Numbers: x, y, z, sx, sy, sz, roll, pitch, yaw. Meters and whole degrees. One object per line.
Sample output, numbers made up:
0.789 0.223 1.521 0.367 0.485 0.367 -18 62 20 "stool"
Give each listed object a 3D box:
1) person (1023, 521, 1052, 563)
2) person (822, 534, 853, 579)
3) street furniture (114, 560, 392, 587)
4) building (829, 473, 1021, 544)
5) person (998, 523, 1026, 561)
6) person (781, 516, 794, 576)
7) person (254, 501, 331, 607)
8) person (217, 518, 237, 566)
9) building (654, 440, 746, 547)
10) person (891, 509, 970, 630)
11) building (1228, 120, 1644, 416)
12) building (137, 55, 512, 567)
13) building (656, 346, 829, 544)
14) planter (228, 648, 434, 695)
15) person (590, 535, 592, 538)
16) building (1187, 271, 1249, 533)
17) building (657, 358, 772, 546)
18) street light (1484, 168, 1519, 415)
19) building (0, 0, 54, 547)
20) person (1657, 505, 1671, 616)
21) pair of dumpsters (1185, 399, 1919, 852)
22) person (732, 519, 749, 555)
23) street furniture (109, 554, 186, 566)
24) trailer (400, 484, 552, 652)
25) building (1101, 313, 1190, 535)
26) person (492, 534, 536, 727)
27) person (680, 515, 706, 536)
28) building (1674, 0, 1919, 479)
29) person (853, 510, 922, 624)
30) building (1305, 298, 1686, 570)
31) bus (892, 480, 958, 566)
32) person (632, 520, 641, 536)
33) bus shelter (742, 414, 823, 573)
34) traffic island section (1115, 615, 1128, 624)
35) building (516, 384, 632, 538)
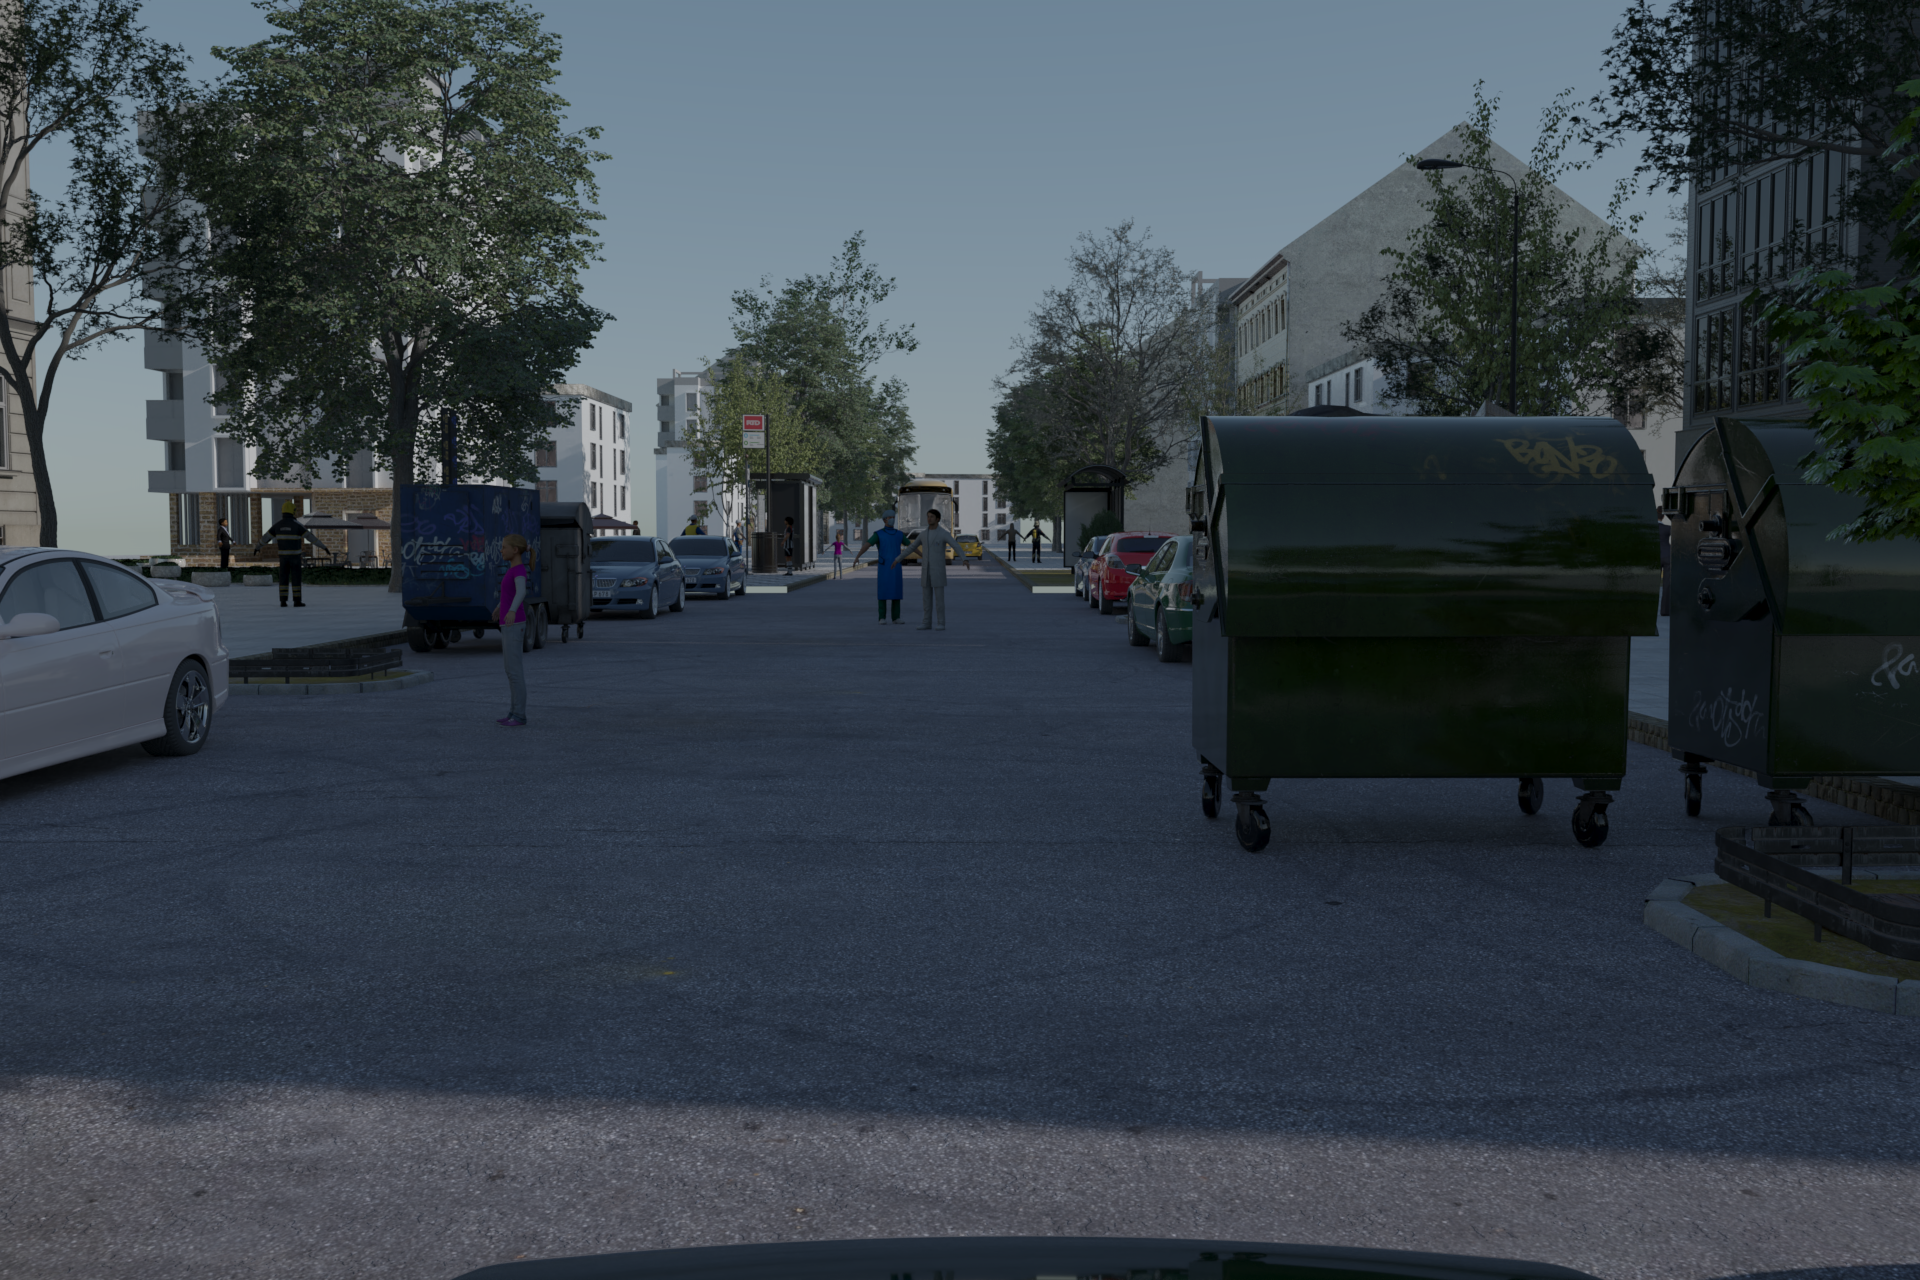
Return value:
3.392 -4.339 76.723 1.354 1.856 0.705 2 4 24 "person"
-3.876 -2.635 54.804 0.991 1.433 0.599 -1 4 -15 "person"
-17.066 -1.773 44.615 10.072 0.657 5.734 -1 4 -14 "street furniture"
-5.476 -17.907 237.383 28.070 9.664 9.099 -1 4 -9 "building"
2.438 -4.598 81.313 1.348 1.813 0.705 0 4 2 "person"
-5.300 -2.885 53.310 0.704 1.843 1.345 0 4 3 "person"
-11.781 -1.511 30.476 1.351 1.858 0.704 0 3 0 "person"
-20.991 -2.623 49.604 0.721 1.740 1.216 0 4 -3 "person"
-25.348 -13.893 169.293 9.099 9.664 28.070 0 4 1 "building"
-0.411 -1.056 25.902 1.347 1.806 0.705 2 4 29 "person"
26.822 -16.559 101.672 19.493 23.208 18.063 0 4 0 "building"
-26.490 -13.059 69.929 16.016 20.090 11.380 0 3 0 "building"
-25.961 -23.314 212.109 19.493 23.208 18.063 0 4 -1 "building"
-6.134 0.289 16.420 1.991 0.319 1.994 0 4 1 "planter"
-17.870 -4.613 81.563 1.346 1.812 0.704 -2 4 -29 "person"
21.797 -16.456 125.483 16.016 20.090 11.380 0 4 0 "building"
-26.531 -20.252 187.531 16.016 20.090 11.380 0 3 0 "building"
7.431 -2.999 21.583 1.470 5.913 1.316 0 4 0 "street light"
-31.813 -12.183 31.212 16.112 23.069 30.059 0 4 1 "building"
11.086 -1.239 27.105 0.742 1.727 0.445 0 4 6 "person"
3.314 -0.205 8.295 4.436 2.255 1.574 0 4 -1 "pair of dumpsters"
-8.400 -3.669 65.849 0.705 1.847 1.347 -2 4 -32 "person"
-28.508 -2.471 56.029 5.734 0.657 10.072 -2 4 -35 "street furniture"
-5.911 -0.825 20.541 1.471 1.999 3.904 0 3 0 "trailer"
23.004 -20.490 165.940 19.493 23.208 18.063 0 4 0 "building"
-3.396 -0.075 12.942 0.599 1.433 0.991 -1 4 -20 "person"
-7.532 -2.641 49.152 1.349 1.833 0.705 2 4 31 "person"
26.802 -13.113 33.468 14.314 24.678 30.058 0 4 1 "building"
-1.107 -1.162 27.575 1.347 1.817 0.704 -2 4 -26 "person"
22.419 -8.166 75.656 9.099 9.664 28.070 0 4 0 "building"
-1.547 -5.537 82.082 2.896 3.916 12.252 0 4 0 "bus"
-12.270 -3.622 65.451 0.704 1.802 1.346 0 4 5 "person"
-6.215 -5.081 60.714 2.179 5.291 8.768 0 4 0 "bus shelter"
3.543 -0.321 28.120 1.991 0.108 1.994 0 4 1 "traffic island section"
-25.508 -10.321 110.901 9.099 9.664 28.070 0 4 0 "building"
